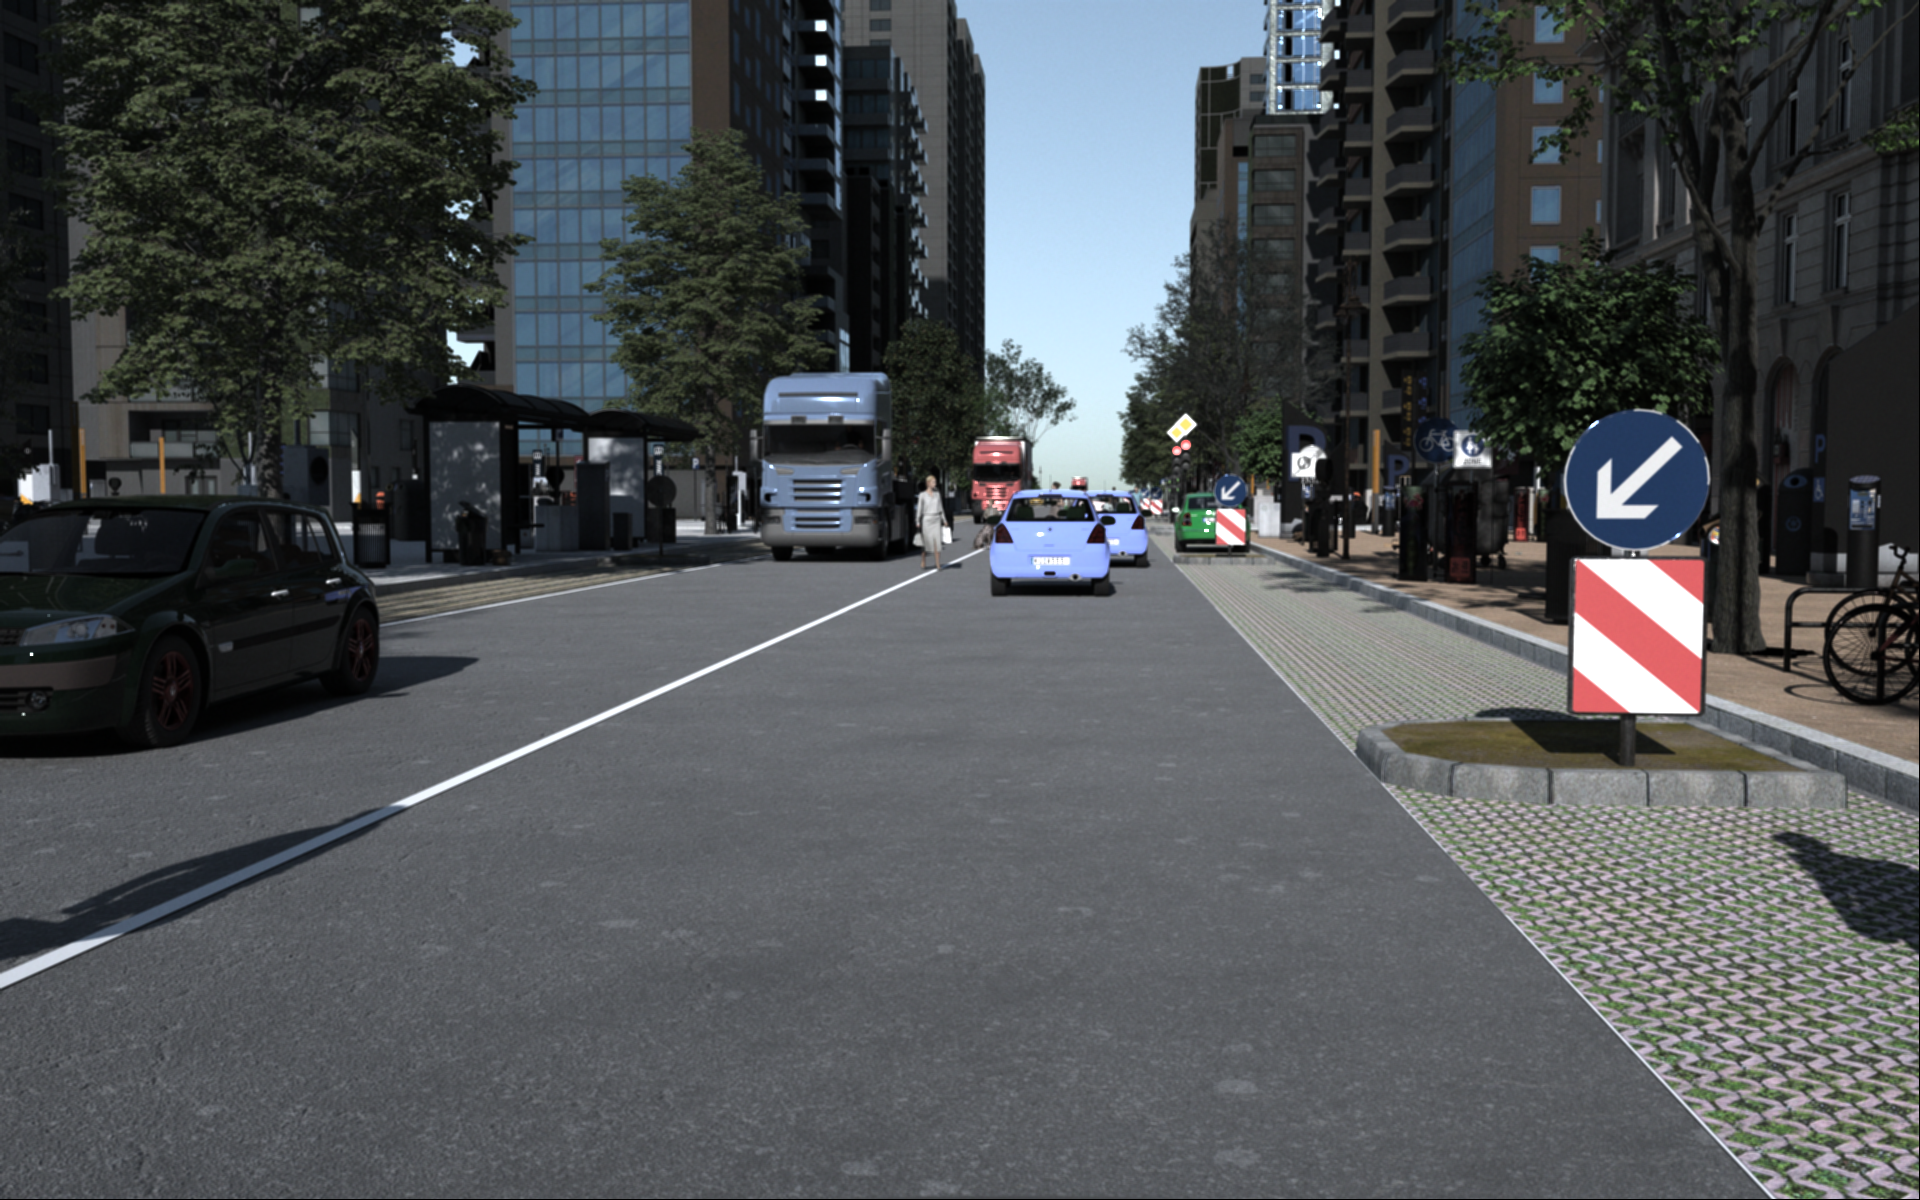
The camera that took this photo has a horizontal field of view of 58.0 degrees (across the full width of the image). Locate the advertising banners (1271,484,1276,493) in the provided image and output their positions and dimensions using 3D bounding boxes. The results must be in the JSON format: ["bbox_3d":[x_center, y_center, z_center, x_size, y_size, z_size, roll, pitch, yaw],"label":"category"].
[{"bbox_3d":[17.007,-6.066,95.371,0.090,3.025,2.074,3,5,43],"label":"advertising banners"}]

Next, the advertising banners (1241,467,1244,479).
[{"bbox_3d":[17.929,-7.042,111.321,0.090,3.025,2.074,2,4,28],"label":"advertising banners"}]

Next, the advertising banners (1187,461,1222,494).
[{"bbox_3d":[13.043,-5.893,92.535,2.074,3.025,0.090,-1,4,-19],"label":"advertising banners"}]

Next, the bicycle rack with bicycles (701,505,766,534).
[{"bbox_3d":[-7.205,-2.632,56.414,2.852,0.926,2.925,0,4,0],"label":"bicycle rack with bicycles"}]

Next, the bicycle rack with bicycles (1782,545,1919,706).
[{"bbox_3d":[6.843,0.127,11.311,2.925,0.926,2.852,1,4,9],"label":"bicycle rack with bicycles"}]

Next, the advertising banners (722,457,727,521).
[{"bbox_3d":[-10.954,-5.175,80.801,0.090,3.025,2.074,0,4,-2],"label":"advertising banners"}]

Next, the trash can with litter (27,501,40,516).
[{"bbox_3d":[-19.864,-1.522,35.949,2.233,1.210,1.678,-3,5,-40],"label":"trash can with litter"}]

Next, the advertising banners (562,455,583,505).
[{"bbox_3d":[-17.970,-5.061,78.935,2.074,3.025,0.090,2,4,27],"label":"advertising banners"}]

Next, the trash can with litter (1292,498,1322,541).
[{"bbox_3d":[9.396,-2.184,47.103,0.624,1.170,1.055,-2,4,-24],"label":"trash can with litter"}]

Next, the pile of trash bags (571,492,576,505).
[{"bbox_3d":[-19.594,-4.394,81.587,3.447,1.369,1.912,-1,4,-19],"label":"pile of trash bags"}]

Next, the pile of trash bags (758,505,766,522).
[{"bbox_3d":[-8.096,-4.223,78.799,1.912,1.369,3.447,-1,4,-19],"label":"pile of trash bags"}]

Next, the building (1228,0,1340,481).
[{"bbox_3d":[39.891,-52.893,177.477,22.319,86.520,31.000,0,4,5],"label":"building"}]

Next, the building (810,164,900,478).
[{"bbox_3d":[-13.457,-23.313,152.866,14.160,30.474,14.107,0,4,5],"label":"building"}]

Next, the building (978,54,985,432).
[{"bbox_3d":[-6.234,-50.686,266.968,20.563,71.187,20.611,0,4,5],"label":"building"}]

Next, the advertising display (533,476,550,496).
[{"bbox_3d":[-14.968,-3.441,61.471,0.123,1.923,0.974,3,4,38],"label":"advertising display"}]

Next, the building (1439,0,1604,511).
[{"bbox_3d":[30.684,-26.231,78.987,14.200,45.320,14.600,0,4,5],"label":"building"}]

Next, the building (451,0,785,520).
[{"bbox_3d":[-17.549,-27.045,92.298,14.600,45.320,14.200,0,4,5],"label":"building"}]

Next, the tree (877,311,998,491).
[{"bbox_3d":[-2.139,-11.734,108.860,9.611,12.733,9.660,0,3,0],"label":"tree"}]

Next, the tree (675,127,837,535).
[{"bbox_3d":[-7.704,-8.292,53.697,7.486,12.596,7.792,0,3,0],"label":"tree"}]

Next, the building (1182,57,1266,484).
[{"bbox_3d":[47.560,-52.023,288.829,20.563,71.187,20.611,0,4,5],"label":"building"}]

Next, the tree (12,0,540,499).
[{"bbox_3d":[-9.548,-6.499,24.387,7.486,12.596,7.792,0,3,0],"label":"tree"}]

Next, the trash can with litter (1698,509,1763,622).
[{"bbox_3d":[7.585,-0.371,17.450,0.624,1.170,1.055,0,4,-7],"label":"trash can with litter"}]

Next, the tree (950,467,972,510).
[{"bbox_3d":[0.278,-9.569,140.174,4.285,4.588,4.351,0,3,0],"label":"tree"}]

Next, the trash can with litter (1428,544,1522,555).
[{"bbox_3d":[10.840,-1.589,37.043,2.233,1.210,1.678,1,4,23],"label":"trash can with litter"}]

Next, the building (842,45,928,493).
[{"bbox_3d":[-15.408,-34.845,189.326,23.786,49.044,30.456,0,4,5],"label":"building"}]

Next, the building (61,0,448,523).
[{"bbox_3d":[-34.182,-24.459,83.493,14.086,41.232,14.154,0,4,5],"label":"building"}]

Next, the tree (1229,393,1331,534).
[{"bbox_3d":[10.416,-4.441,56.325,4.285,4.588,4.351,0,3,0],"label":"tree"}]

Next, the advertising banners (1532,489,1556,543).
[{"bbox_3d":[15.042,-3.064,46.279,0.090,3.025,2.074,-2,4,-32],"label":"advertising banners"}]

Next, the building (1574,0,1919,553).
[{"bbox_3d":[23.563,-12.032,38.516,13.314,21.916,24.055,0,4,5],"label":"building"}]

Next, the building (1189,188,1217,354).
[{"bbox_3d":[46.738,-39.434,268.447,21.300,48.544,21.600,0,4,5],"label":"building"}]

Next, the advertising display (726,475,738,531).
[{"bbox_3d":[-7.892,-3.357,60.102,0.123,1.923,0.974,1,4,10],"label":"advertising display"}]

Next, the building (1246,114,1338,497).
[{"bbox_3d":[29.206,-22.197,134.620,14.160,30.474,14.107,0,4,5],"label":"building"}]

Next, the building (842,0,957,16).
[{"bbox_3d":[-8.815,-49.437,246.541,20.563,71.187,20.611,0,4,5],"label":"building"}]

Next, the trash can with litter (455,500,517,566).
[{"bbox_3d":[-8.530,-1.210,31.174,1.055,1.170,0.624,0,4,-2],"label":"trash can with litter"}]

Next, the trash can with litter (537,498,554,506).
[{"bbox_3d":[-11.606,-2.312,49.191,0.624,1.170,1.055,-2,4,-35],"label":"trash can with litter"}]

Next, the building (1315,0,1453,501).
[{"bbox_3d":[33.174,-27.437,103.224,22.147,44.769,28.867,0,4,5],"label":"building"}]

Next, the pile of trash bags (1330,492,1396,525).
[{"bbox_3d":[15.956,-3.797,71.840,3.447,1.369,1.912,-2,4,-24],"label":"pile of trash bags"}]

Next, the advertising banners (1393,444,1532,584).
[{"bbox_3d":[7.181,-1.755,24.878,2.074,3.025,0.090,3,5,44],"label":"advertising banners"}]

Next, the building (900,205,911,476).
[{"bbox_3d":[-12.518,-24.172,166.919,14.160,30.474,14.107,0,4,5],"label":"building"}]

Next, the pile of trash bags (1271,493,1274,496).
[{"bbox_3d":[17.378,-5.046,92.250,3.447,1.369,1.912,-3,5,-40],"label":"pile of trash bags"}]

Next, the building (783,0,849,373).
[{"bbox_3d":[-19.300,-49.491,121.845,22.319,86.520,31.000,0,4,5],"label":"building"}]

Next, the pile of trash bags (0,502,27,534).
[{"bbox_3d":[-26.234,-2.308,47.484,1.912,1.369,3.447,3,5,43],"label":"pile of trash bags"}]

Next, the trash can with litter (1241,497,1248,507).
[{"bbox_3d":[14.853,-4.910,91.672,0.624,1.170,1.055,-1,4,-9],"label":"trash can with litter"}]

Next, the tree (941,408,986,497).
[{"bbox_3d":[-0.157,-10.970,129.720,4.737,8.622,4.395,0,3,0],"label":"tree"}]

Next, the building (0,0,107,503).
[{"bbox_3d":[-59.064,-39.806,89.082,20.611,71.187,20.563,0,4,5],"label":"building"}]

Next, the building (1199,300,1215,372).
[{"bbox_3d":[41.592,-29.307,250.872,14.160,30.474,14.107,0,4,5],"label":"building"}]

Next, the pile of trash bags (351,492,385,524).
[{"bbox_3d":[-24.823,-3.921,73.865,1.912,1.369,3.447,-2,4,-25],"label":"pile of trash bags"}]

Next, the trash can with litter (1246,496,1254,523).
[{"bbox_3d":[12.692,-4.081,77.786,2.233,1.210,1.678,0,4,-7],"label":"trash can with litter"}]

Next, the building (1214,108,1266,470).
[{"bbox_3d":[37.177,-33.739,201.750,14.600,45.320,14.200,0,4,5],"label":"building"}]

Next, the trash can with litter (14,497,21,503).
[{"bbox_3d":[-41.863,-3.992,76.654,1.055,1.170,0.624,1,4,21],"label":"trash can with litter"}]
